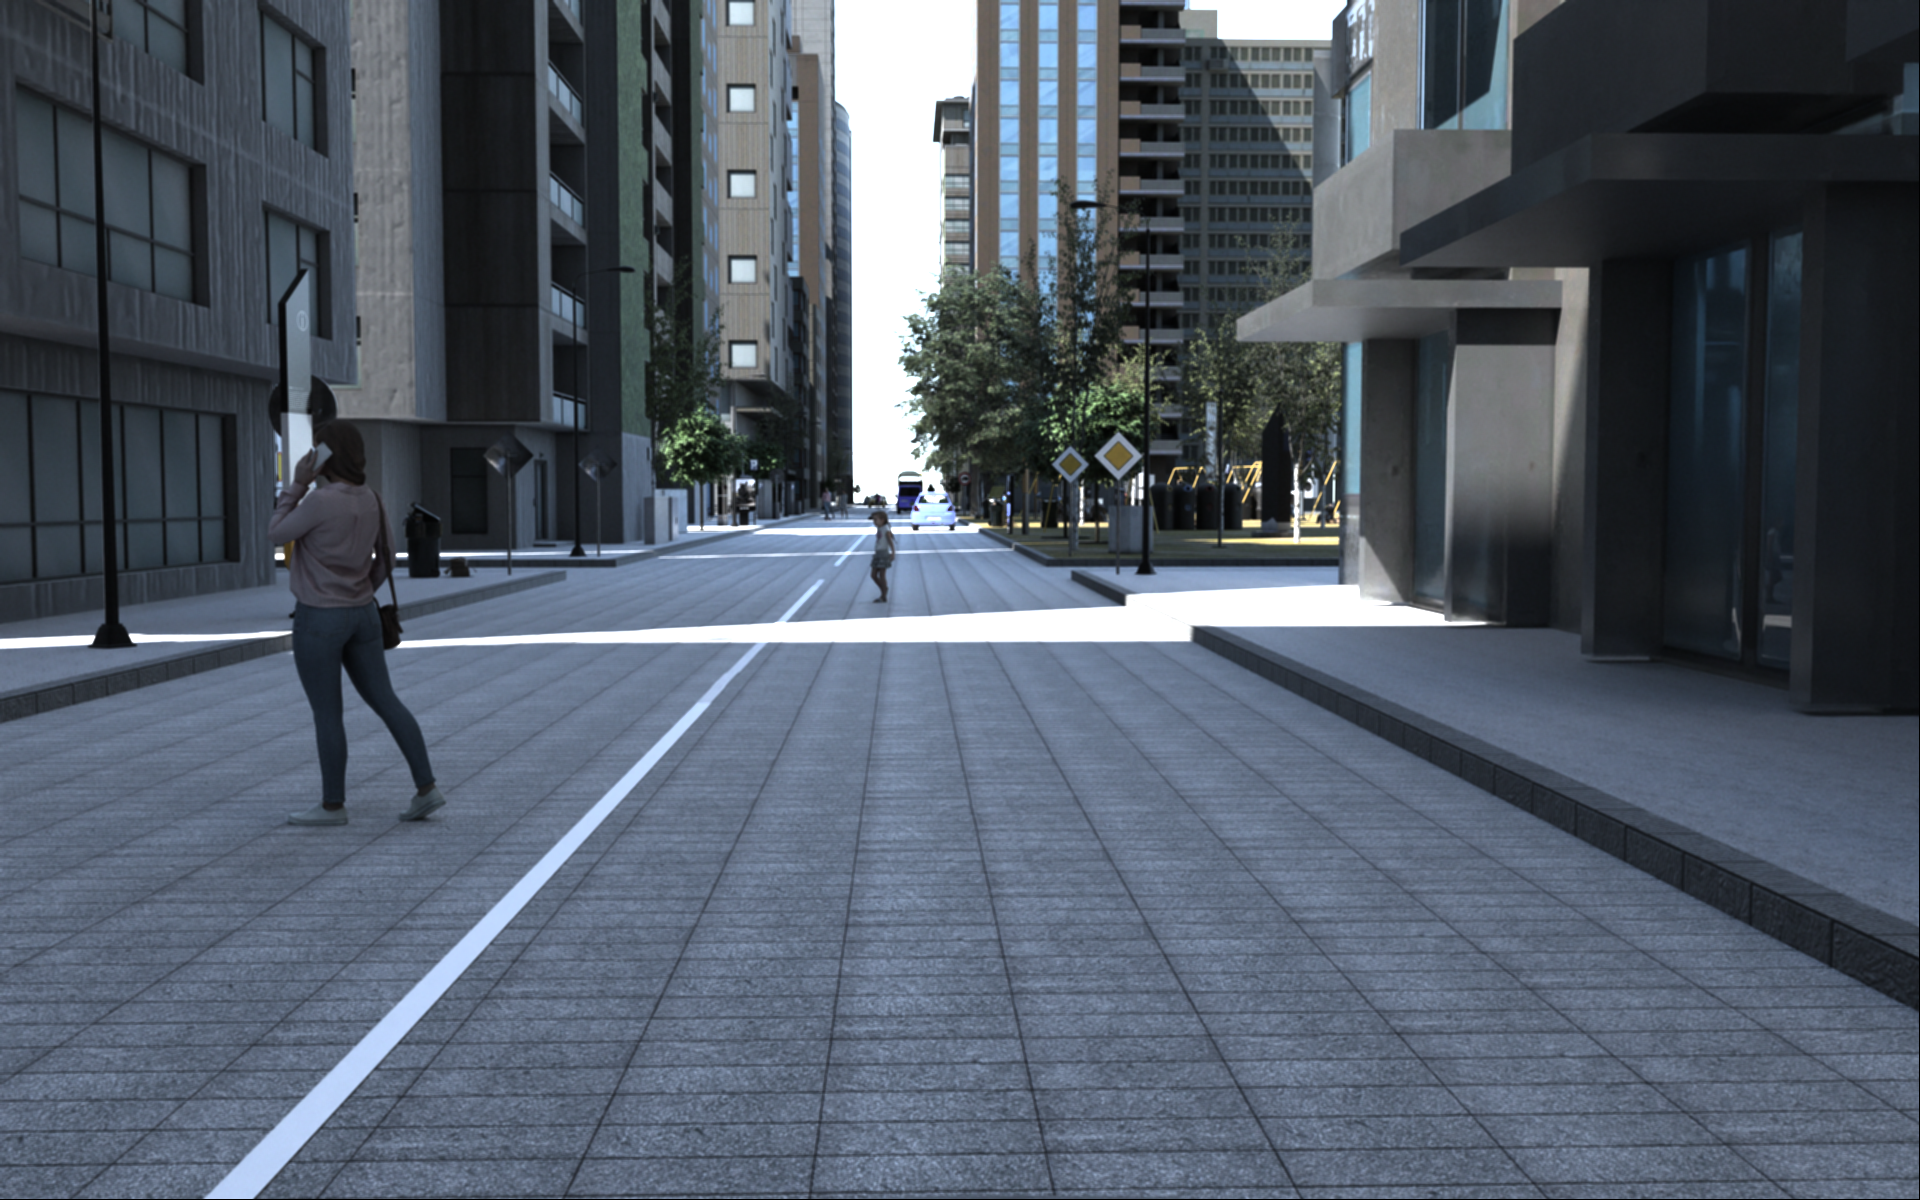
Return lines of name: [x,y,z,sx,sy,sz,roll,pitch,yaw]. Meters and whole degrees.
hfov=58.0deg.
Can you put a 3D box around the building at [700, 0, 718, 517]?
building: [-20.667,-27.089,93.021,14.600,45.320,14.200,0,4,-2]

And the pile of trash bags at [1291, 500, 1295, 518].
pile of trash bags: [16.230,-5.074,92.707,3.447,1.369,1.912,-2,4,-32]

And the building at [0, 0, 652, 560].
building: [-15.666,-21.895,41.580,14.154,41.232,14.086,0,4,-2]

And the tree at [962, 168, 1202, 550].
tree: [2.475,-5.445,39.388,4.360,8.622,3.978,0,3,0]

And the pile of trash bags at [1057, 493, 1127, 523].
pile of trash bags: [6.067,-4.203,78.472,3.447,1.369,1.912,-2,4,-26]

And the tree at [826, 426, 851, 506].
tree: [-13.497,-14.447,186.572,4.360,8.622,3.978,0,3,0]

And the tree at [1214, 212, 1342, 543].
tree: [8.883,-5.796,45.128,4.360,8.622,3.978,0,3,0]

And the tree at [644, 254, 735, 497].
tree: [-9.063,-6.238,52.354,4.737,8.622,4.395,0,3,0]

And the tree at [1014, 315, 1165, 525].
tree: [5.206,-7.354,70.607,4.737,8.622,4.395,0,3,0]

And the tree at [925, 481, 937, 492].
tree: [-4.569,-16.440,263.397,1.663,3.219,1.824,0,3,0]

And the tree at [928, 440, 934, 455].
tree: [-1.704,-15.004,195.672,4.737,8.622,4.395,0,3,0]

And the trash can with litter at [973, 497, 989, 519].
trash can with litter: [1.214,-4.813,90.083,1.055,1.170,0.624,-1,4,-14]

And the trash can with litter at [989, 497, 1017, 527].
trash can with litter: [1.821,-3.613,70.457,0.624,1.170,1.055,-2,4,-28]

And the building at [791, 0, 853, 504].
building: [-24.448,-48.303,228.003,20.563,71.187,20.611,0,4,-2]

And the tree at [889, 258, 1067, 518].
tree: [0.938,-11.476,94.282,9.857,13.997,8.962,0,3,0]

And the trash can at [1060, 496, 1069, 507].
trash can: [6.521,-5.921,108.457,0.748,1.137,0.748,0,3,0]

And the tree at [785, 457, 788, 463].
tree: [-10.677,-6.575,91.208,4.285,4.588,4.351,0,3,0]

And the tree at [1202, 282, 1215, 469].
tree: [8.747,-6.595,58.189,4.360,8.622,3.978,0,3,0]

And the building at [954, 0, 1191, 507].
building: [10.978,-52.371,168.931,22.319,86.520,31.000,0,4,-2]

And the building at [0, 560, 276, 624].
building: [-15.573,-20.572,19.952,14.086,41.232,14.154,0,4,-2]

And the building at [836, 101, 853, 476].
building: [-26.546,-43.468,252.701,21.231,58.520,28.212,0,4,-2]

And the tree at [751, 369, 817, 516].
tree: [-10.419,-9.250,101.593,4.360,8.622,3.978,0,3,0]

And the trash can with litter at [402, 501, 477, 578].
trash can with litter: [-8.058,-0.943,26.811,1.055,1.170,0.624,-1,4,-23]

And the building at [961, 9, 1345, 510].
building: [16.391,-27.595,143.058,32.217,40.220,23.993,0,4,-2]

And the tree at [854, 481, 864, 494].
tree: [-14.579,-15.506,248.130,1.663,3.219,1.824,0,3,0]

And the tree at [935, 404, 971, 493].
tree: [1.610,-9.842,111.273,4.737,8.622,4.395,0,3,0]

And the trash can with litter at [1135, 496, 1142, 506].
trash can with litter: [9.504,-5.020,93.457,0.624,1.170,1.055,0,4,4]

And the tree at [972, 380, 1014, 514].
tree: [3.800,-9.427,104.495,4.737,8.622,4.395,0,3,0]

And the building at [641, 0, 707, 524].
building: [-18.385,-18.332,71.423,14.160,30.474,14.107,0,4,-2]

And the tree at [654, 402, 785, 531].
tree: [-9.096,-4.687,60.339,4.285,4.588,4.351,0,3,0]

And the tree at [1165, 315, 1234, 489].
tree: [11.093,-7.469,72.478,4.737,8.622,4.395,0,3,0]

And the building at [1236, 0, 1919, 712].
building: [15.319,-23.920,10.702,23.786,49.044,30.456,0,4,-2]

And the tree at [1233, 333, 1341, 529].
tree: [13.298,-6.973,64.371,4.737,8.622,4.395,0,3,0]

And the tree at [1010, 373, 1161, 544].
tree: [3.150,-4.073,50.301,4.285,4.588,4.351,0,3,0]

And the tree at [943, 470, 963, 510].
tree: [-0.593,-8.914,140.342,1.663,3.219,1.824,0,3,0]

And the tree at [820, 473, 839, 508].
tree: [-11.960,-10.102,159.772,1.663,3.219,1.824,0,3,0]

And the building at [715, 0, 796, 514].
building: [-26.000,-32.633,122.793,28.713,52.752,27.495,0,4,-2]

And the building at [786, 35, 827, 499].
building: [-20.701,-32.020,173.635,14.600,45.320,14.200,0,4,-2]

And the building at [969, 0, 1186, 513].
building: [7.820,-28.957,123.559,14.600,45.320,14.200,0,4,-2]

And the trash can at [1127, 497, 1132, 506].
trash can: [8.839,-4.875,91.355,0.748,1.137,0.748,0,3,0]

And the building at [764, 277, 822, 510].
building: [-26.739,-18.767,151.881,27.650,21.520,28.899,0,4,-2]
